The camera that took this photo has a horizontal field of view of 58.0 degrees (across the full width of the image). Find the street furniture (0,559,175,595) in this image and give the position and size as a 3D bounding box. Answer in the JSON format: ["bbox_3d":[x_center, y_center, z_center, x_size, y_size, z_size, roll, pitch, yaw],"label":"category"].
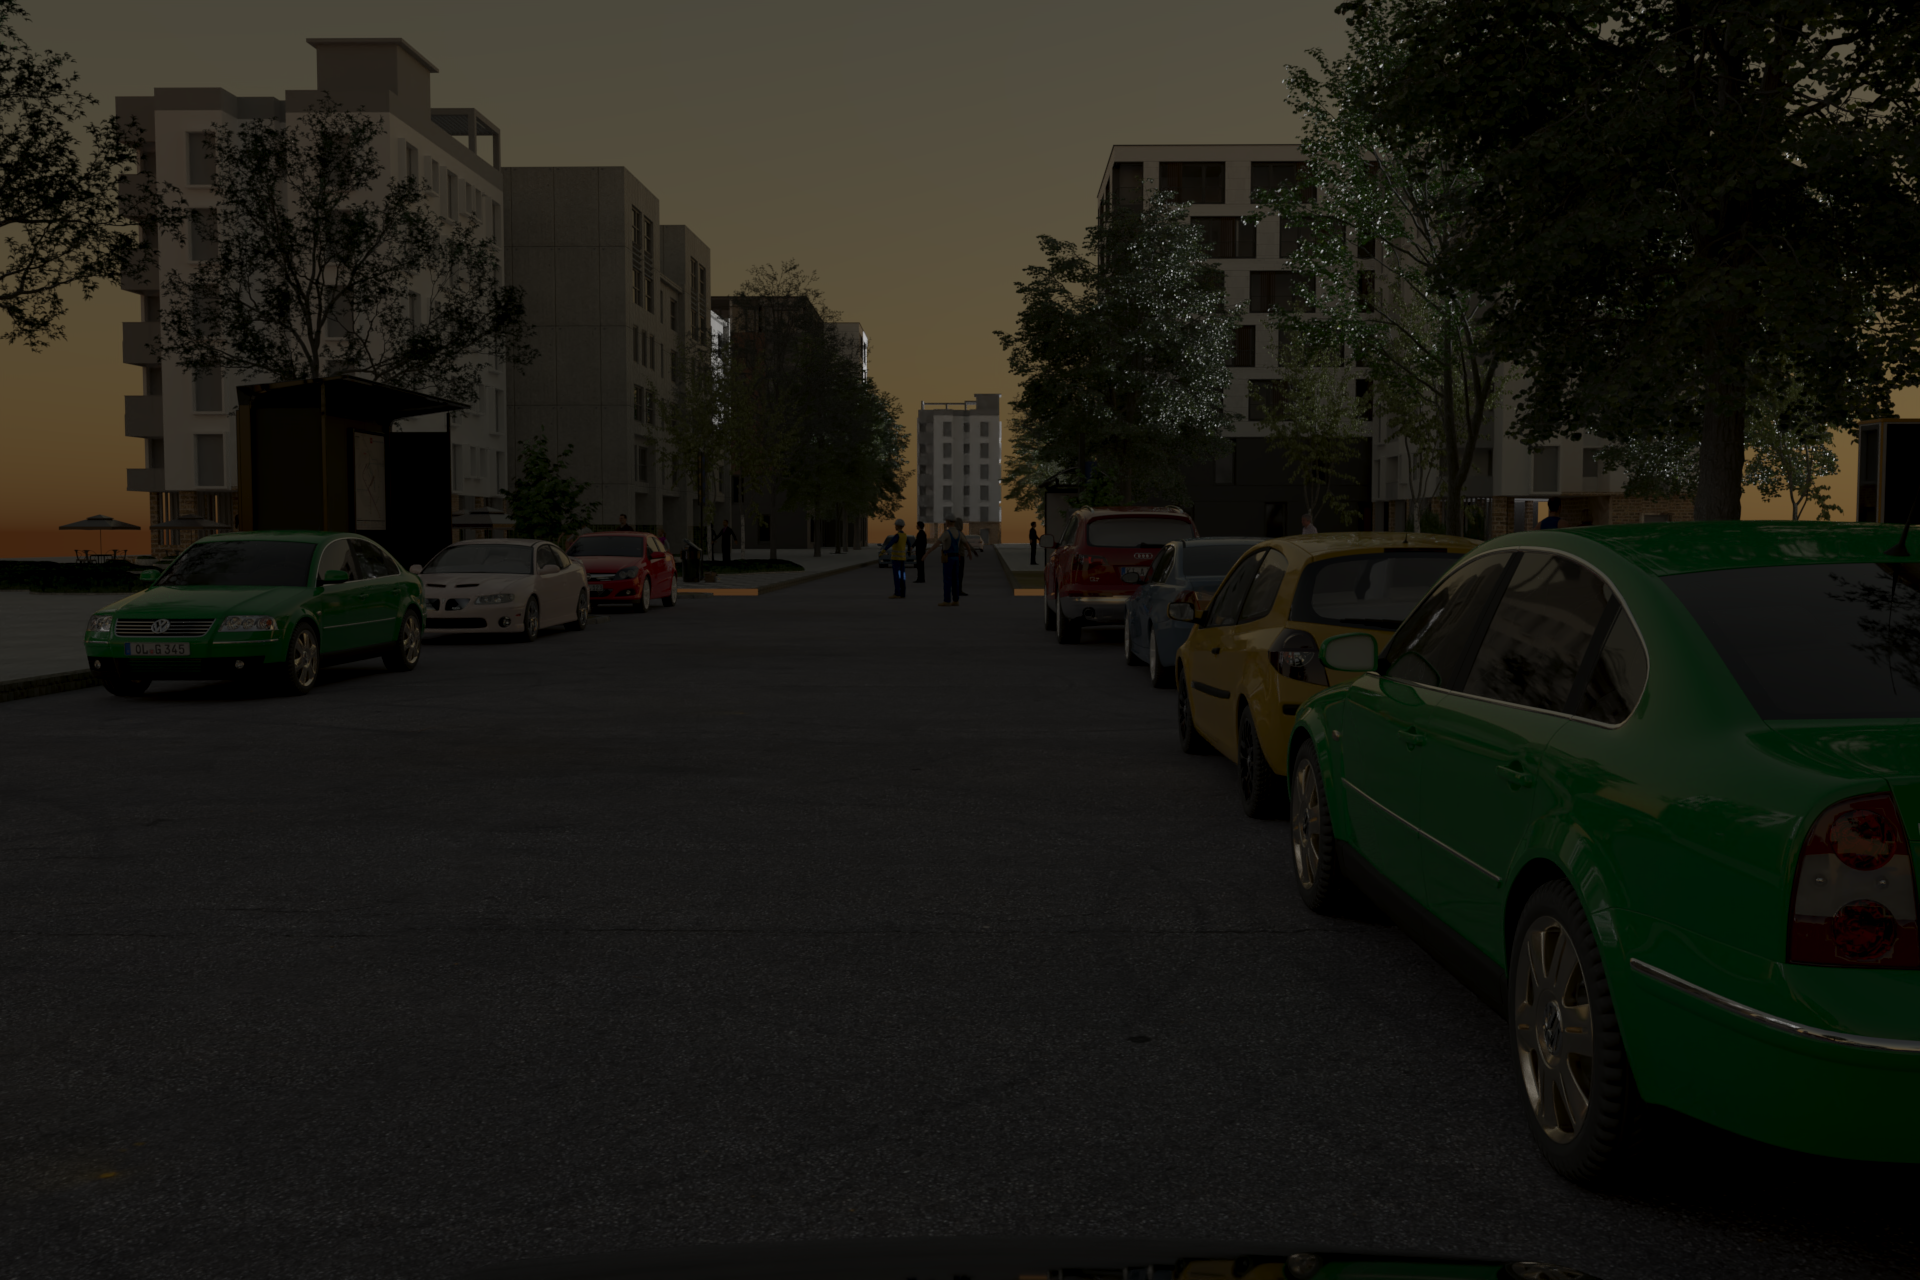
[{"bbox_3d":[-19.121,-1.588,41.591,5.734,0.657,10.072,1,4,12],"label":"street furniture"}]

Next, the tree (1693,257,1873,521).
[{"bbox_3d":[21.130,-5.722,43.915,4.737,8.622,4.395,0,3,0],"label":"tree"}]

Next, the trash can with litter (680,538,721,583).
[{"bbox_3d":[-6.876,-2.110,45.886,1.055,1.170,0.624,0,4,3],"label":"trash can with litter"}]

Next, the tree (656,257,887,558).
[{"bbox_3d":[-8.290,-10.196,77.074,12.009,13.543,11.850,0,3,0],"label":"tree"}]

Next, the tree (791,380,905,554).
[{"bbox_3d":[-7.767,-11.410,112.306,9.928,11.665,9.643,0,3,0],"label":"tree"}]

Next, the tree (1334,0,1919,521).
[{"bbox_3d":[8.599,-6.899,19.446,9.857,13.997,8.962,0,3,0],"label":"tree"}]

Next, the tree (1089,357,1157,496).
[{"bbox_3d":[6.788,-7.505,73.075,4.737,8.622,4.395,0,3,0],"label":"tree"}]

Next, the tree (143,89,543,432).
[{"bbox_3d":[-12.742,-6.204,35.848,8.767,10.594,7.601,0,4,-3],"label":"tree"}]

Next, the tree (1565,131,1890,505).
[{"bbox_3d":[24.089,-9.058,54.751,9.857,13.997,8.962,0,3,0],"label":"tree"}]

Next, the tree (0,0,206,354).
[{"bbox_3d":[-12.489,-5.197,19.379,8.767,10.594,7.601,1,4,21],"label":"tree"}]

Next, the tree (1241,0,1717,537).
[{"bbox_3d":[9.134,-6.450,31.216,9.928,11.665,9.643,0,3,0],"label":"tree"}]

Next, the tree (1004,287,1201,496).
[{"bbox_3d":[7.166,-10.612,83.882,12.009,13.543,11.850,0,3,0],"label":"tree"}]

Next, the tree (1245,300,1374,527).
[{"bbox_3d":[10.988,-6.342,54.050,4.737,8.622,4.395,0,3,0],"label":"tree"}]

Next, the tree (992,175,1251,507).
[{"bbox_3d":[6.045,-9.601,63.624,9.857,13.997,8.962,0,3,0],"label":"tree"}]

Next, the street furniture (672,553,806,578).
[{"bbox_3d":[-8.700,-2.437,55.463,5.734,0.657,10.072,1,4,19],"label":"street furniture"}]

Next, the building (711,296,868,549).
[{"bbox_3d":[-23.633,-19.645,165.166,27.936,21.610,32.646,0,4,0],"label":"building"}]

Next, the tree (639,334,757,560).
[{"bbox_3d":[-9.345,-6.880,62.850,4.737,8.622,4.395,0,3,0],"label":"tree"}]

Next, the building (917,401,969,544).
[{"bbox_3d":[-5.536,-23.175,237.781,11.380,20.090,16.016,0,4,6],"label":"building"}]

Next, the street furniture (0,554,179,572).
[{"bbox_3d":[-28.389,-2.260,52.579,10.072,0.657,5.734,1,4,17],"label":"street furniture"}]

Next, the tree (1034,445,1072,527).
[{"bbox_3d":[7.517,-11.177,133.106,4.737,8.622,4.395,0,3,0],"label":"tree"}]

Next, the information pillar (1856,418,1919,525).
[{"bbox_3d":[5.989,-0.409,11.172,0.304,2.012,0.304,0,4,1],"label":"information pillar"}]

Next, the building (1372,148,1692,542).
[{"bbox_3d":[26.275,-14.123,87.323,16.016,20.090,11.380,0,4,1],"label":"building"}]

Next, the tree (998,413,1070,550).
[{"bbox_3d":[6.972,-13.603,140.540,7.486,12.596,7.792,0,3,0],"label":"tree"}]

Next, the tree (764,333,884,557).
[{"bbox_3d":[-7.774,-10.966,97.418,7.486,12.596,7.792,0,3,0],"label":"tree"}]

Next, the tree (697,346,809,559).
[{"bbox_3d":[-8.300,-7.190,67.923,4.737,8.622,4.395,0,3,0],"label":"tree"}]

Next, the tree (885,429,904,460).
[{"bbox_3d":[-13.619,-23.175,234.806,12.611,20.169,13.585,0,3,0],"label":"tree"}]

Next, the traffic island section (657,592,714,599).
[{"bbox_3d":[-6.646,-0.999,39.208,1.991,0.108,1.994,0,4,1],"label":"traffic island section"}]

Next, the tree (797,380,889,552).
[{"bbox_3d":[-8.487,-12.559,123.464,7.486,12.596,7.792,0,3,0],"label":"tree"}]

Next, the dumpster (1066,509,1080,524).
[{"bbox_3d":[2.681,-1.279,29.134,1.865,1.857,1.264,0,4,1],"label":"dumpster"}]

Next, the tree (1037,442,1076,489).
[{"bbox_3d":[7.582,-10.854,127.827,4.360,8.622,3.978,0,3,0],"label":"tree"}]

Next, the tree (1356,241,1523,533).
[{"bbox_3d":[11.558,-5.672,43.099,4.737,8.622,4.395,0,3,0],"label":"tree"}]

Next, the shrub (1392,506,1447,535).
[{"bbox_3d":[13.045,-2.733,48.718,1.661,2.075,1.752,0,3,0],"label":"shrub"}]

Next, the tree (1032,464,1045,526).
[{"bbox_3d":[14.040,-19.958,232.968,9.857,13.997,8.962,0,3,0],"label":"tree"}]

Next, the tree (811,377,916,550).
[{"bbox_3d":[-8.415,-14.244,139.539,9.857,13.997,8.962,0,3,0],"label":"tree"}]
